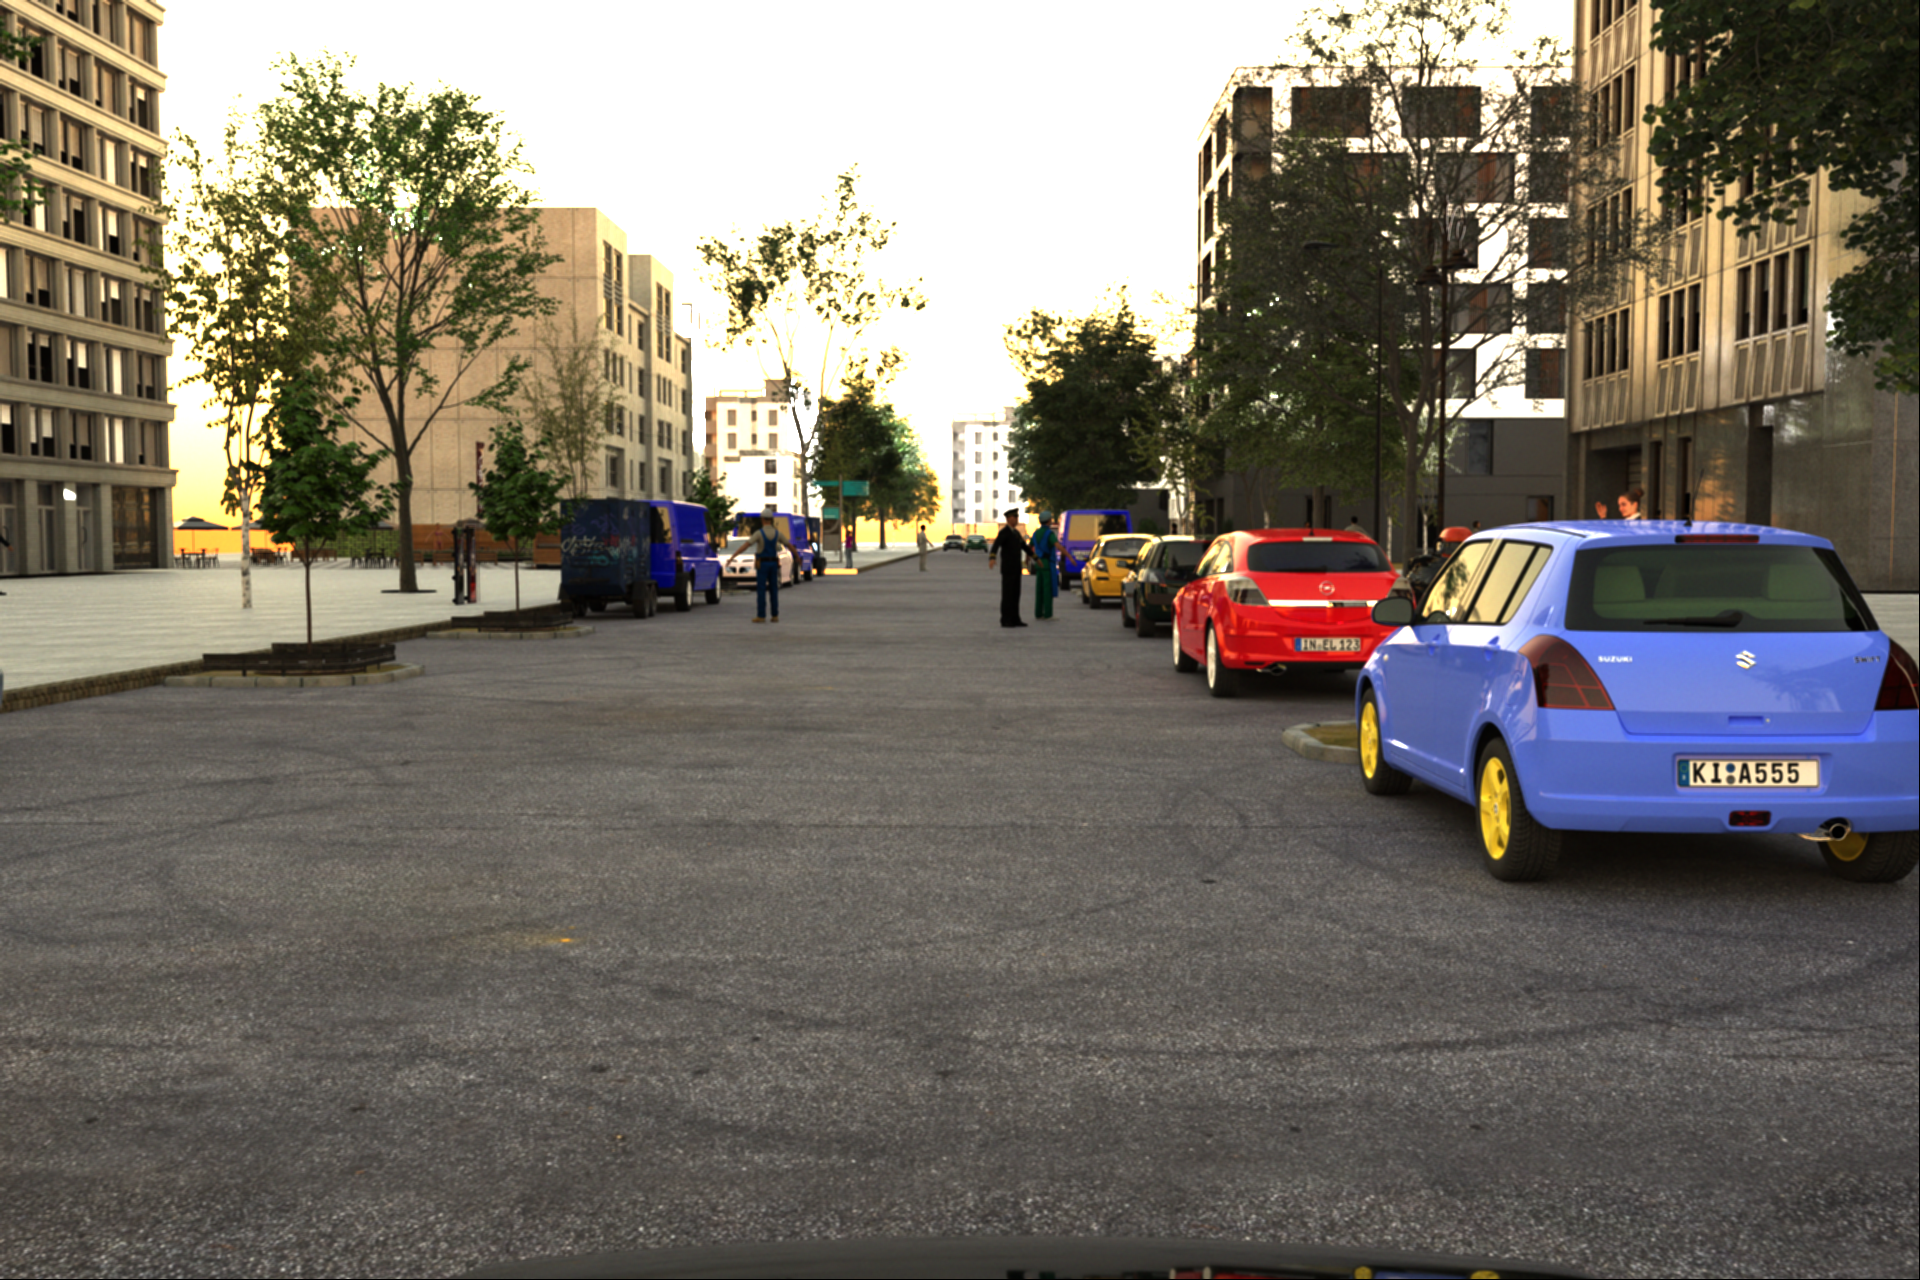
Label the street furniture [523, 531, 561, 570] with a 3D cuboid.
[{"bbox_3d":[-12.315,-3.667,66.814,9.812,1.723,11.010,-1,4,-15],"label":"street furniture"}]

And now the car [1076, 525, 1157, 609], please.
[{"bbox_3d":[3.344,-1.489,34.572,2.015,1.641,3.980,0,4,1],"label":"car"}]

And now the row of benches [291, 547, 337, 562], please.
[{"bbox_3d":[-30.298,-4.030,81.348,1.422,0.672,4.104,0,4,1],"label":"row of benches"}]

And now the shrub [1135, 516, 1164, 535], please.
[{"bbox_3d":[8.424,-4.511,77.802,1.661,2.075,1.752,0,3,0],"label":"shrub"}]

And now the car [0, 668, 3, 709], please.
[{"bbox_3d":[-6.459,0.232,8.207,2.014,1.417,4.499,0,4,1],"label":"car"}]

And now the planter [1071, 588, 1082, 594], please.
[{"bbox_3d":[3.699,-1.281,42.090,1.991,0.319,1.994,0,4,2],"label":"planter"}]

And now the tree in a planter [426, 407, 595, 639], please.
[{"bbox_3d":[-6.284,-1.668,24.496,1.991,3.239,1.994,0,4,1],"label":"tree in a planter"}]

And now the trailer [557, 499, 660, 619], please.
[{"bbox_3d":[-6.017,-1.339,28.948,1.471,1.999,3.904,0,4,1],"label":"trailer"}]

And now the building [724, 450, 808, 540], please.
[{"bbox_3d":[-20.908,-14.959,186.732,9.099,9.664,28.070,0,4,1],"label":"building"}]

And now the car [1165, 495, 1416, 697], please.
[{"bbox_3d":[3.109,-0.468,16.689,2.155,1.783,4.494,0,4,1],"label":"car"}]

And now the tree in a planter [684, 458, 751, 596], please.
[{"bbox_3d":[-6.003,-2.668,40.840,1.991,3.239,1.994,0,4,2],"label":"tree in a planter"}]

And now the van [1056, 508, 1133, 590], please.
[{"bbox_3d":[3.526,-2.552,46.108,2.240,2.365,5.245,0,4,1],"label":"van"}]

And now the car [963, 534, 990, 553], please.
[{"bbox_3d":[1.280,-7.568,135.531,2.131,1.459,4.920,0,4,1],"label":"car"}]

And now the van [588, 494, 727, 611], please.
[{"bbox_3d":[-5.897,-1.795,33.733,2.240,2.365,5.245,0,4,1],"label":"van"}]

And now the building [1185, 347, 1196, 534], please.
[{"bbox_3d":[28.440,-18.717,136.953,19.493,23.208,18.063,0,4,1],"label":"building"}]

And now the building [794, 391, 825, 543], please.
[{"bbox_3d":[-24.139,-22.802,229.237,16.016,20.090,11.380,0,4,1],"label":"building"}]

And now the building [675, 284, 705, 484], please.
[{"bbox_3d":[-26.494,-16.824,131.495,16.016,20.090,11.380,0,4,1],"label":"building"}]

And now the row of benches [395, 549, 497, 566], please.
[{"bbox_3d":[-20.835,-3.335,69.985,4.104,0.672,1.422,-1,4,-18],"label":"row of benches"}]

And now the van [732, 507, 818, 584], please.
[{"bbox_3d":[-5.489,-2.873,51.352,2.240,2.365,5.245,0,4,1],"label":"van"}]

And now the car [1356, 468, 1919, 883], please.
[{"bbox_3d":[3.060,0.071,8.428,1.945,1.707,3.694,0,4,1],"label":"car"}]

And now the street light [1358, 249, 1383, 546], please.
[{"bbox_3d":[7.215,-3.367,27.594,1.470,5.913,1.316,0,4,1],"label":"street light"}]

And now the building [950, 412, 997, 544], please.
[{"bbox_3d":[-1.164,-24.510,259.609,11.380,20.090,16.016,0,4,5],"label":"building"}]

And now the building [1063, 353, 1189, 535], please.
[{"bbox_3d":[26.373,-22.498,211.813,27.936,21.610,32.646,0,4,1],"label":"building"}]

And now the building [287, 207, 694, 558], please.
[{"bbox_3d":[-27.817,-14.876,109.679,16.747,18.905,31.486,0,4,1],"label":"building"}]

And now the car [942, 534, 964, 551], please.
[{"bbox_3d":[-0.527,-8.379,146.777,2.009,1.686,4.222,0,4,1],"label":"car"}]

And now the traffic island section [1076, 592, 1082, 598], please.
[{"bbox_3d":[3.663,-1.014,39.437,1.991,0.108,1.994,0,4,1],"label":"traffic island section"}]

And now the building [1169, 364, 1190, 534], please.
[{"bbox_3d":[28.135,-20.405,190.042,16.016,20.090,11.380,0,4,1],"label":"building"}]

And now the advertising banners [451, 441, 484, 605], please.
[{"bbox_3d":[-9.103,-2.201,32.179,0.090,3.025,2.074,0,4,1],"label":"advertising banners"}]

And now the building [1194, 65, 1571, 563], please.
[{"bbox_3d":[26.202,-15.182,92.203,27.936,21.610,32.646,0,4,1],"label":"building"}]

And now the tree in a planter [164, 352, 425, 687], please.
[{"bbox_3d":[-6.466,-1.217,17.121,1.991,3.239,1.994,0,4,1],"label":"tree in a planter"}]

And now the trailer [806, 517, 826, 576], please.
[{"bbox_3d":[-5.376,-3.139,58.374,1.471,1.999,3.904,0,4,1],"label":"trailer"}]

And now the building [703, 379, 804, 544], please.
[{"bbox_3d":[-25.373,-21.741,211.882,16.016,20.090,11.380,0,4,1],"label":"building"}]

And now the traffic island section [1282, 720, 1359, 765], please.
[{"bbox_3d":[3.206,0.693,11.538,1.991,0.108,1.994,0,4,0],"label":"traffic island section"}]

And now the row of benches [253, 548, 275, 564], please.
[{"bbox_3d":[-30.821,-3.741,76.621,1.422,0.672,4.104,-2,4,-25],"label":"row of benches"}]

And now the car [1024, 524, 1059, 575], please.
[{"bbox_3d":[3.469,-3.292,62.504,2.281,1.827,5.304,0,4,1],"label":"car"}]

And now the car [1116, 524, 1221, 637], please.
[{"bbox_3d":[3.336,-0.958,25.448,2.009,1.686,4.222,0,4,1],"label":"car"}]

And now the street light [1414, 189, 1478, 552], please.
[{"bbox_3d":[6.609,-3.115,23.722,0.468,5.910,1.993,0,4,1],"label":"street light"}]

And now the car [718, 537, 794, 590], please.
[{"bbox_3d":[-5.490,-2.034,45.610,2.083,1.381,4.827,0,4,1],"label":"car"}]

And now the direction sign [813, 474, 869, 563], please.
[{"bbox_3d":[-5.336,-5.469,78.173,2.525,3.948,1.411,0,4,0],"label":"direction sign"}]

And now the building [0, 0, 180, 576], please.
[{"bbox_3d":[-30.909,-12.476,50.651,8.464,21.280,15.925,0,4,1],"label":"building"}]

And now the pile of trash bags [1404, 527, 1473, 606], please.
[{"bbox_3d":[6.254,-0.669,20.697,1.912,1.369,3.447,0,4,1],"label":"pile of trash bags"}]

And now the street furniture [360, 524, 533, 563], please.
[{"bbox_3d":[-22.023,-4.514,80.651,11.010,1.723,9.812,-1,4,-20],"label":"street furniture"}]
